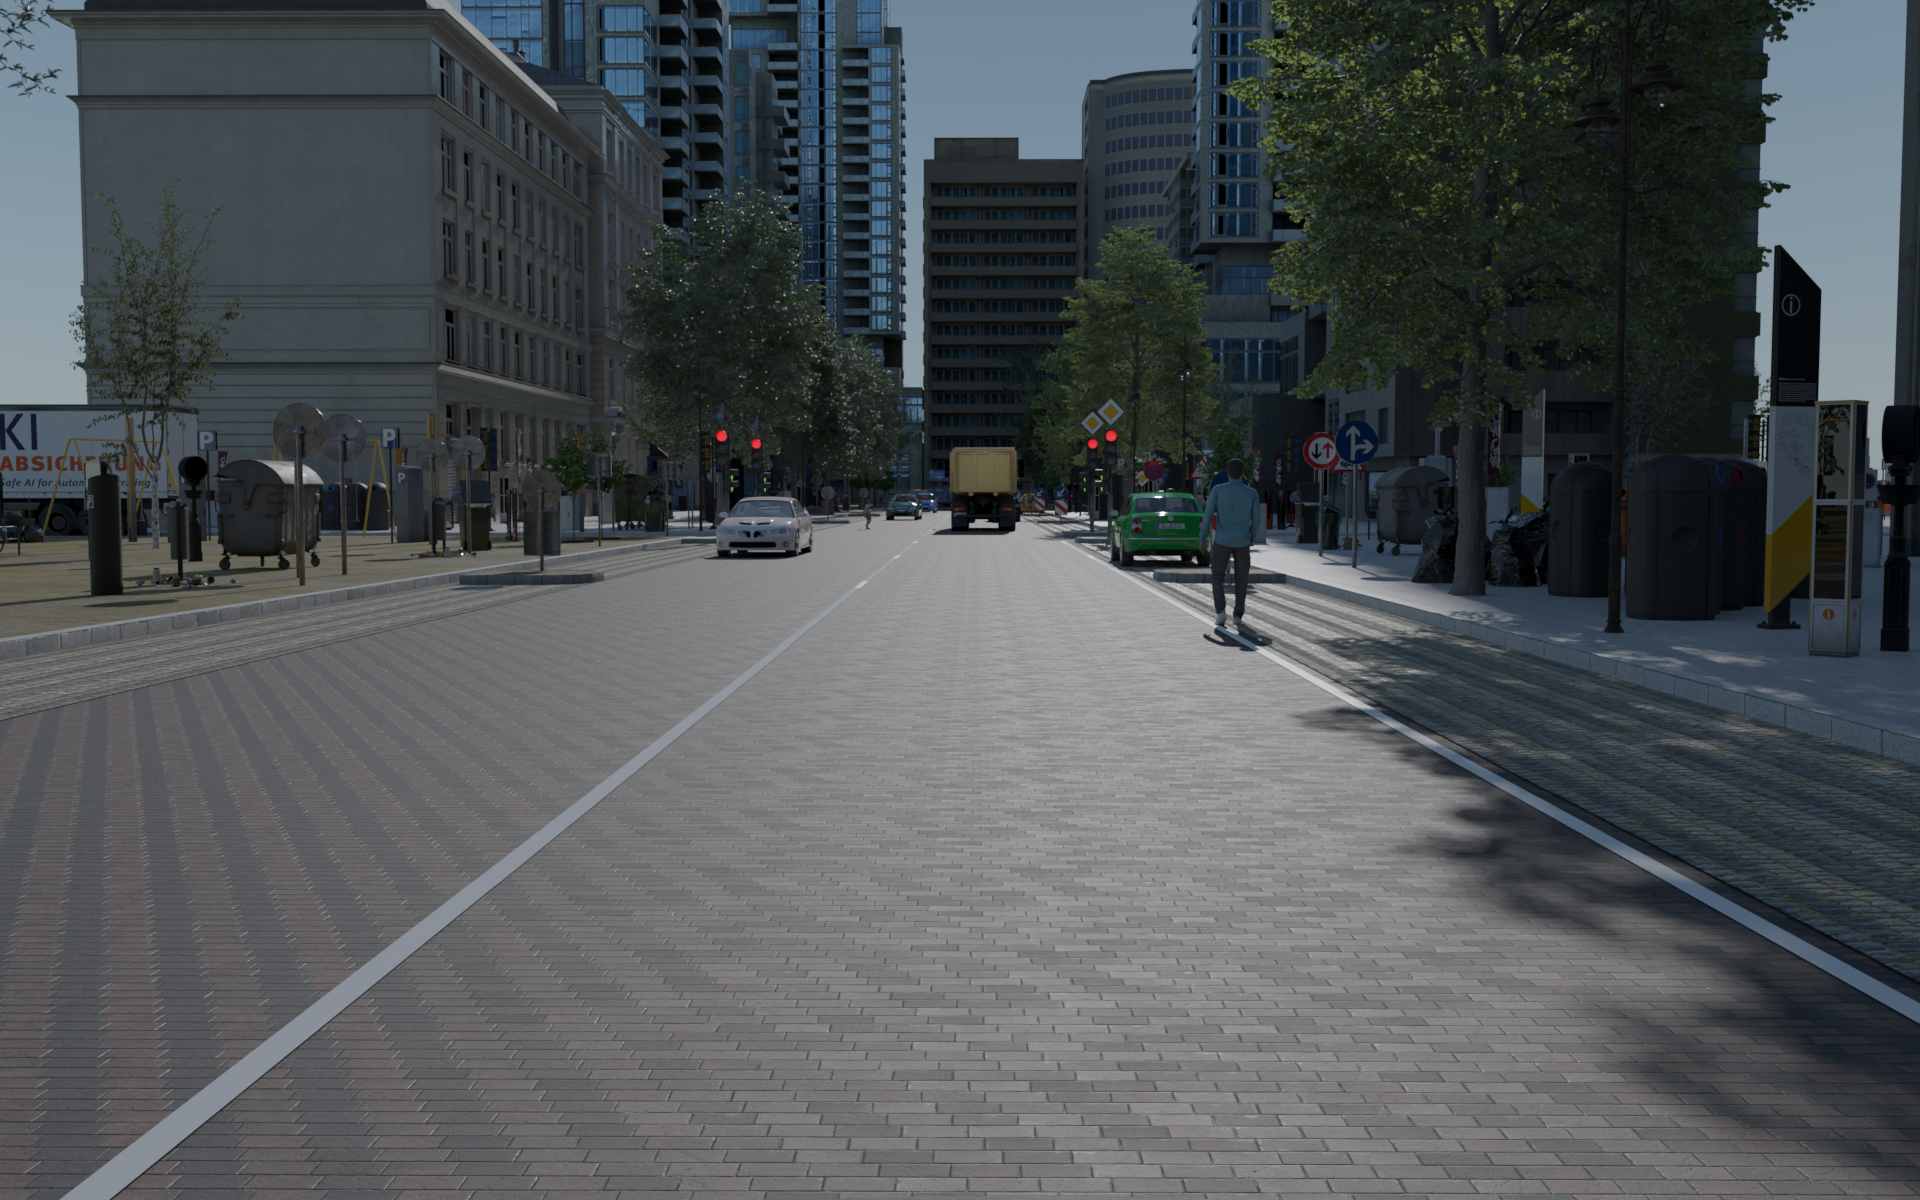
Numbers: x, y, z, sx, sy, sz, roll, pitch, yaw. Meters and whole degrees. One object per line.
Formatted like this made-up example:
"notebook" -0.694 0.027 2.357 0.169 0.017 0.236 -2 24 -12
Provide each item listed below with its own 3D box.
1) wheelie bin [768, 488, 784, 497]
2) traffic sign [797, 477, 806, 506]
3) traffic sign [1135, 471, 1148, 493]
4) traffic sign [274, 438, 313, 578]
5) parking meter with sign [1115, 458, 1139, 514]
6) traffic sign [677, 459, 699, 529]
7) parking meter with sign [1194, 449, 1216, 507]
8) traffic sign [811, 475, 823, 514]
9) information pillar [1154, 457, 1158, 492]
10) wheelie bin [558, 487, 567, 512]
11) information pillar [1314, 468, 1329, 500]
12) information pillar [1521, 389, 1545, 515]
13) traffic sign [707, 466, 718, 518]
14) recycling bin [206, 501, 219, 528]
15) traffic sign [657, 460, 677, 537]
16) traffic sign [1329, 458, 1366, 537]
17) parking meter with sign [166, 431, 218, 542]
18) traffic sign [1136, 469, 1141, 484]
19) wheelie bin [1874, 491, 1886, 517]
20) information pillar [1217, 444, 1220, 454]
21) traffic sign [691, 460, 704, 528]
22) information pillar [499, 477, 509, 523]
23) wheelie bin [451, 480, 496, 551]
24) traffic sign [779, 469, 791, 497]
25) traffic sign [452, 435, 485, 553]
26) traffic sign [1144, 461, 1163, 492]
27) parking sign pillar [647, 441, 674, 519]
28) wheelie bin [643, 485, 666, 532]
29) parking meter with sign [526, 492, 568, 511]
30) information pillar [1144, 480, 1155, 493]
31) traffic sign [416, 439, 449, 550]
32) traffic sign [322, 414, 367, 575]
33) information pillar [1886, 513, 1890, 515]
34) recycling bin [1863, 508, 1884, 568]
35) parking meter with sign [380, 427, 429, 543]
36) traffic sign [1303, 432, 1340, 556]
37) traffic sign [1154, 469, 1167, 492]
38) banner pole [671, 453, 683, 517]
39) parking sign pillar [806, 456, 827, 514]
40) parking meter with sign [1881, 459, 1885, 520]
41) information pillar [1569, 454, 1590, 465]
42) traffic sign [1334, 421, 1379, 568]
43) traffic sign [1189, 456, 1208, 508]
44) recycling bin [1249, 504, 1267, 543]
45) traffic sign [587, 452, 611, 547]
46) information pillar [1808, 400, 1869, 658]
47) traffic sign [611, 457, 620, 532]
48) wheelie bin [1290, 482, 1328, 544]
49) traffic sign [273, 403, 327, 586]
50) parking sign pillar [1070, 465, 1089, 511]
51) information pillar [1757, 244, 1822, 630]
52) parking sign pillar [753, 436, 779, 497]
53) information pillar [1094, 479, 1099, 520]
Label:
"wheelie bin" -9.687 -5.075 90.878 0.980 1.594 0.693 -2 4 -27
"traffic sign" -11.637 -7.755 126.804 0.884 2.594 0.081 0 4 1
"traffic sign" 8.858 -5.086 84.348 0.795 2.450 0.064 0 4 6
"traffic sign" -10.147 -1.616 26.522 0.768 2.556 0.104 0 4 7
"parking meter with sign" 8.206 -5.316 83.177 0.543 3.016 1.738 -2 4 -33
"traffic sign" -10.000 -3.904 63.830 0.884 2.594 0.081 0 4 4
"parking meter with sign" 9.279 -4.300 66.572 0.543 3.016 1.738 2 4 26
"traffic sign" -9.041 -6.689 109.468 0.768 2.556 0.104 1 4 9
"information pillar" 12.499 -7.285 110.466 0.183 3.616 0.504 3 4 37
"wheelie bin" -17.270 -4.091 74.791 0.693 1.594 0.980 -3 4 -39
"information pillar" 10.055 -2.676 48.241 0.304 2.012 0.304 -1 4 -15
"information pillar" 12.852 -2.904 38.831 0.504 3.616 0.183 3 5 42
"traffic sign" -11.211 -4.836 79.167 0.768 2.556 0.104 1 4 9
"recycling bin" -28.200 -3.247 65.636 0.722 1.027 0.722 0 4 4
"traffic sign" -8.790 -3.050 51.996 0.606 2.300 0.079 1 4 10
"traffic sign" 9.422 -2.576 42.123 0.884 2.594 0.081 0 4 5
"parking meter with sign" -20.748 -3.088 46.743 0.543 3.016 1.738 0 4 8
"traffic sign" 9.035 -5.431 88.896 0.768 2.556 0.104 1 4 8
"wheelie bin" 52.472 -5.561 98.824 0.693 1.594 0.980 1 4 18
"information pillar" 10.321 -4.684 67.932 0.504 3.616 0.183 0 4 -2
"traffic sign" -10.115 -4.002 65.436 0.884 2.594 0.081 0 4 2
"information pillar" -19.890 -4.351 75.635 0.304 2.012 0.304 3 4 37
"wheelie bin" -11.076 -1.925 39.384 0.980 1.594 0.693 -2 4 -29
"traffic sign" -9.114 -5.470 89.544 0.768 2.556 0.104 0 4 5
"traffic sign" -10.639 -2.286 37.488 0.768 2.556 0.104 1 4 9
"traffic sign" 7.545 -4.128 67.600 0.768 2.556 0.104 1 4 9
"parking sign pillar" -15.242 -6.072 87.745 1.447 3.967 1.447 2 4 29
"wheelie bin" -10.288 -3.101 58.615 0.693 1.594 0.980 1 4 12
"parking meter with sign" -16.413 -4.446 68.954 1.738 3.016 0.543 1 4 10
"information pillar" 9.506 -5.067 87.329 0.304 2.012 0.304 -2 4 -35
"traffic sign" -12.191 -2.441 40.011 0.768 2.556 0.104 0 4 4
"traffic sign" -9.792 -1.674 27.482 0.768 2.556 0.104 0 4 3
"information pillar" 62.089 -6.798 115.633 0.304 2.012 0.304 3 5 42
"recycling bin" 15.883 -1.104 30.611 0.722 1.027 0.722 2 4 31
"parking meter with sign" -14.629 -3.049 46.114 0.543 3.016 1.738 1 4 19
"traffic sign" 7.446 -2.176 35.676 0.768 2.556 0.104 0 4 7
"traffic sign" 9.402 -5.012 82.051 0.768 2.556 0.104 0 4 7
"banner pole" -15.893 -6.540 96.939 0.863 3.779 0.401 -2 4 -28
"parking sign pillar" -9.196 -7.471 110.621 1.447 3.967 1.447 1 4 22
"parking meter with sign" 46.394 -5.457 85.481 1.738 3.016 0.543 -1 4 -12
"information pillar" 11.249 -1.653 31.525 0.304 2.012 0.304 0 4 8
"traffic sign" 6.875 -1.835 30.110 0.768 2.556 0.104 0 4 1
"traffic sign" 8.336 -3.656 59.772 0.884 2.594 0.081 1 4 10
"recycling bin" 7.657 -2.021 45.593 0.722 1.027 0.722 0 4 1
"traffic sign" -8.798 -2.453 42.230 0.606 2.300 0.079 0 4 5
"information pillar" 6.947 -0.563 13.702 0.304 2.012 0.304 -3 5 -44
"traffic sign" -11.812 -3.599 58.950 0.768 2.556 0.104 0 4 6
"wheelie bin" 9.051 -2.273 45.076 0.980 1.594 0.693 0 4 -4
"traffic sign" -9.229 -1.475 24.229 0.768 2.556 0.104 0 4 4
"parking sign pillar" 8.978 -8.694 130.621 1.447 3.967 1.447 2 4 24
"information pillar" 7.887 -1.533 16.424 0.504 3.616 0.183 -1 4 -14
"parking sign pillar" -8.993 -5.482 78.096 1.447 3.967 1.447 0 4 7
"information pillar" 6.585 -4.896 84.540 0.304 2.012 0.304 -3 5 -41
